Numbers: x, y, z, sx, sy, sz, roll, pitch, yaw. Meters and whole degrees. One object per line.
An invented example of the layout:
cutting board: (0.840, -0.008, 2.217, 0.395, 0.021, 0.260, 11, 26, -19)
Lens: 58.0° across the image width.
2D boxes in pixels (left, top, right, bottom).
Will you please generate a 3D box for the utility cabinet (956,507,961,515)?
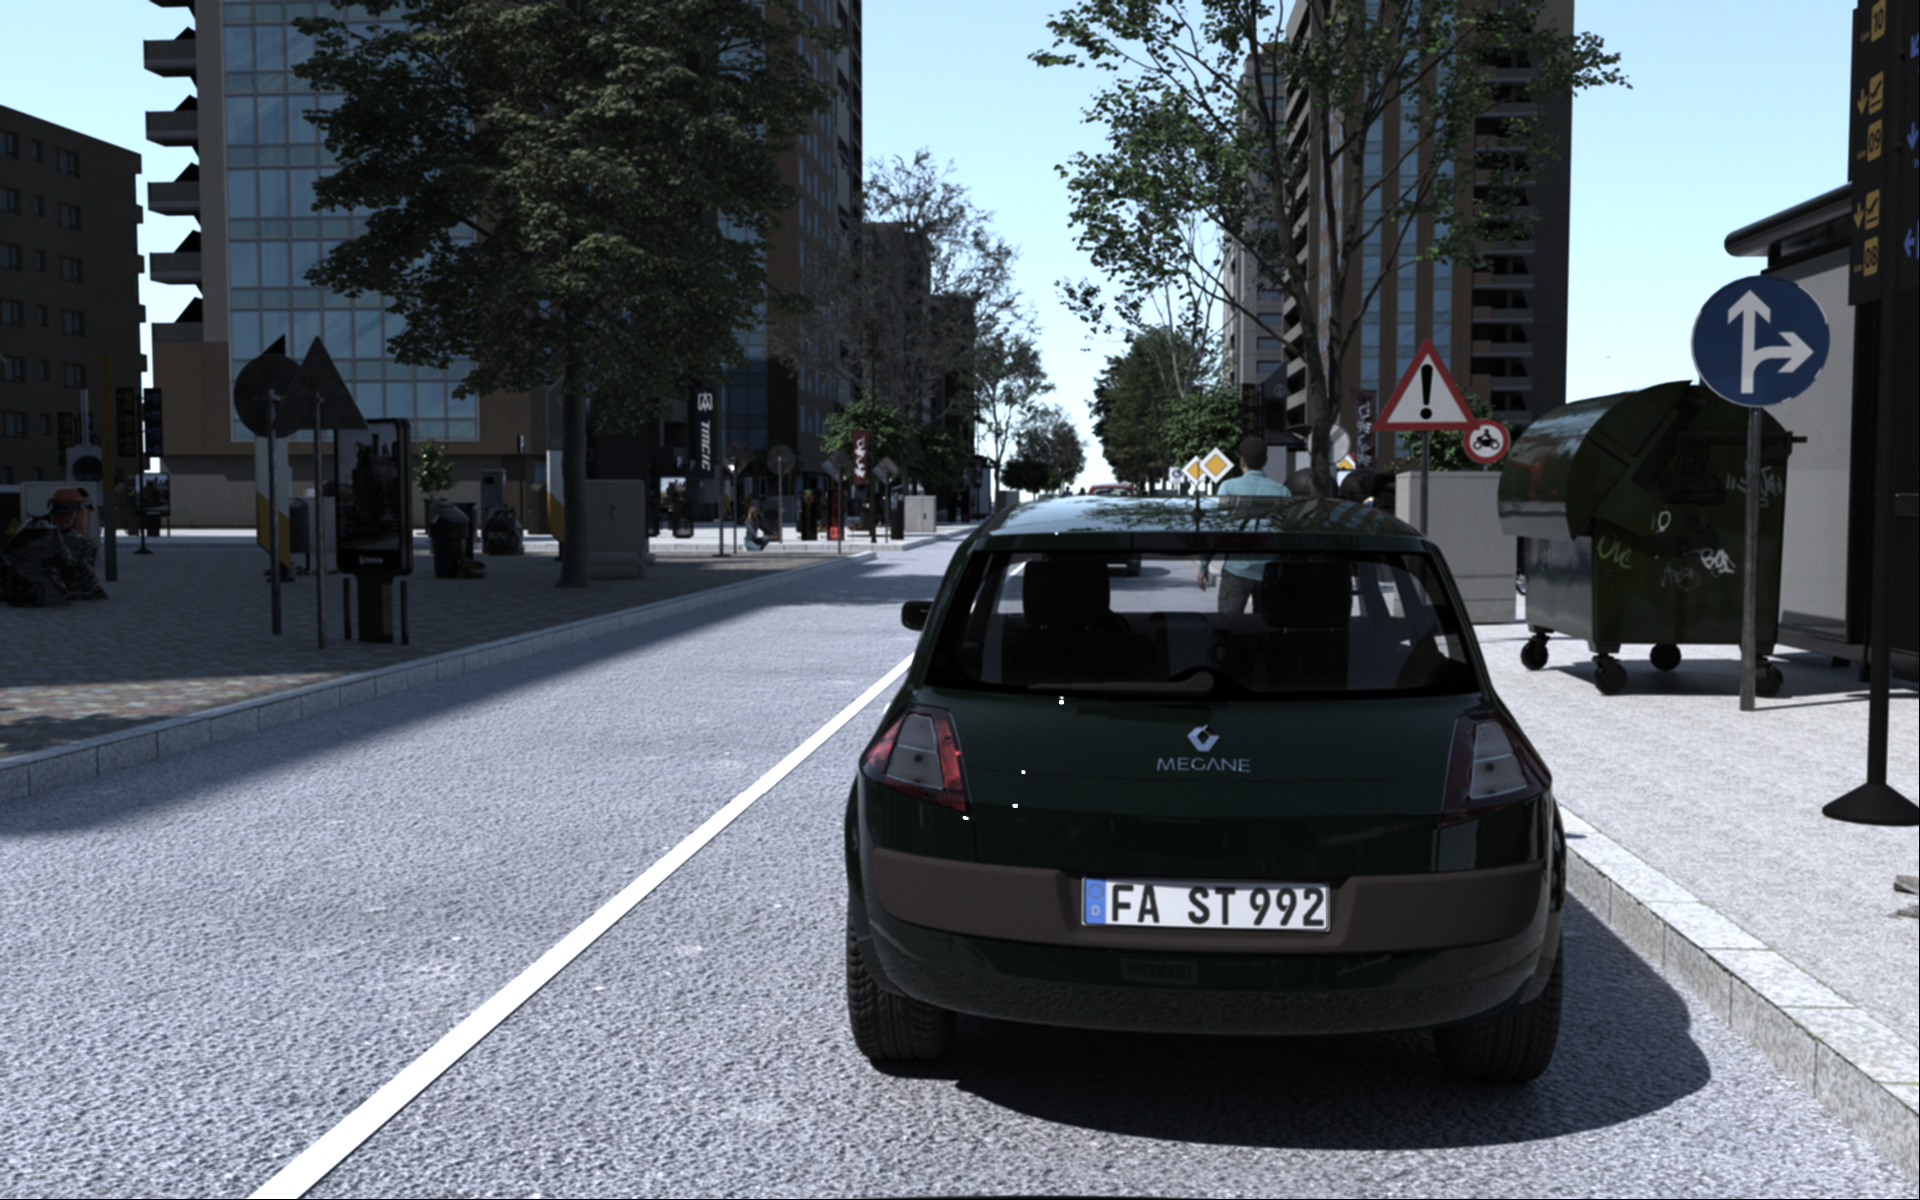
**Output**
utility cabinet: (0.339, -5.991, 109.115, 1.020, 1.237, 0.306, 2, 4, 33)

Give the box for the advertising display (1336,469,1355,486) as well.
advertising display: (10.108, -2.397, 44.411, 0.974, 1.923, 0.123, 2, 4, 28)

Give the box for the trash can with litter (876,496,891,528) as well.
trash can with litter: (-3.011, -3.423, 67.030, 1.678, 1.210, 2.233, 0, 4, 7)

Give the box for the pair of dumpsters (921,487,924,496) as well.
pair of dumpsters: (-2.800, -5.289, 88.963, 1.574, 2.255, 4.437, 0, 4, 5)

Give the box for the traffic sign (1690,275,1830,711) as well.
traffic sign: (4.665, -0.616, 10.186, 0.768, 2.556, 0.104, 1, 4, 8)

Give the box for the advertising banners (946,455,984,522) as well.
advertising banners: (0.225, -5.024, 78.331, 2.074, 3.025, 0.090, 3, 4, 36)

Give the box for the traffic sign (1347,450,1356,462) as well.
traffic sign: (10.835, -2.990, 48.991, 0.768, 2.556, 0.104, 1, 4, 9)

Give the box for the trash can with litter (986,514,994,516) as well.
trash can with litter: (1.567, -5.457, 100.274, 1.678, 1.210, 2.233, 0, 4, 3)

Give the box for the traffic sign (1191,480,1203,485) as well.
traffic sign: (13.060, -5.845, 95.679, 0.768, 2.556, 0.104, 0, 4, 8)

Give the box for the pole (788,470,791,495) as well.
pole: (-9.201, -6.095, 93.499, 0.158, 3.312, 0.155, 0, 3, 0)

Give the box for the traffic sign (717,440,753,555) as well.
traffic sign: (-4.765, -2.170, 36.663, 0.795, 2.450, 0.064, 1, 4, 14)

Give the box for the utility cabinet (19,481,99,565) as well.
utility cabinet: (-15.803, -1.328, 30.393, 0.318, 1.500, 1.173, 3, 5, 42)

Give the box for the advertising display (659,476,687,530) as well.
advertising display: (-10.249, -3.467, 61.891, 0.974, 1.923, 0.123, 0, 4, -6)

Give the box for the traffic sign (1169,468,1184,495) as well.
traffic sign: (8.333, -3.942, 66.586, 0.606, 2.300, 0.079, 1, 4, 11)

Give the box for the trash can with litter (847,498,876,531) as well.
trash can with litter: (-3.439, -2.982, 60.147, 1.055, 1.170, 0.624, 2, 4, 29)

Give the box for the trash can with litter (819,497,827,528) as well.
trash can with litter: (-4.947, -3.325, 65.758, 0.624, 1.170, 1.055, -2, 4, -25)

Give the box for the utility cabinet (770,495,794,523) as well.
utility cabinet: (-7.955, -4.056, 77.478, 1.020, 1.237, 0.306, 1, 4, 13)

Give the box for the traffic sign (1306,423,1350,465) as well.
traffic sign: (6.507, -1.869, 30.671, 0.768, 2.556, 0.104, 0, 4, 7)

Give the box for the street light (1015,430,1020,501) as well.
street light: (4.127, -9.103, 121.622, 0.468, 5.910, 1.993, 0, 4, 5)

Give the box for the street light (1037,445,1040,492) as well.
street light: (7.255, -11.381, 158.864, 0.468, 5.910, 1.993, 0, 4, 5)

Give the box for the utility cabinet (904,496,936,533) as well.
utility cabinet: (-1.317, -2.829, 57.408, 1.020, 1.237, 0.306, 1, 4, 13)

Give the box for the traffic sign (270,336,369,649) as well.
traffic sign: (-5.298, -0.875, 14.315, 0.884, 2.594, 0.081, 1, 4, 10)

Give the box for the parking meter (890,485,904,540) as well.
parking meter: (-1.765, -2.464, 48.696, 0.372, 1.533, 0.369, 0, 3, 0)

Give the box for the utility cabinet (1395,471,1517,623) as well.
utility cabinet: (4.864, -0.509, 17.009, 1.173, 1.500, 0.318, -1, 4, -15)

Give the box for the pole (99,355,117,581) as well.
pole: (-12.556, -1.938, 25.526, 0.158, 3.312, 0.155, 0, 3, 0)

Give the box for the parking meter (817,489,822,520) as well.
parking meter: (-7.039, -4.748, 86.044, 0.372, 1.533, 0.369, 0, 3, 0)

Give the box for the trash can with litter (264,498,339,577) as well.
trash can with litter: (-10.298, -1.025, 27.821, 1.678, 1.210, 2.233, 2, 4, 25)

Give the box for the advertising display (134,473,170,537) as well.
advertising display: (-24.378, -2.878, 52.274, 0.974, 1.923, 0.123, -2, 4, -28)

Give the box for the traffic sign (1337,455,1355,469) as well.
traffic sign: (10.786, -2.899, 48.579, 0.795, 2.450, 0.064, 1, 4, 10)

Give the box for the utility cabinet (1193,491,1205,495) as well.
utility cabinet: (16.150, -6.615, 116.827, 0.318, 1.500, 1.173, 3, 4, 38)

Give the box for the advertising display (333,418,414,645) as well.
advertising display: (-5.068, -0.597, 14.969, 0.974, 1.923, 0.123, 3, 4, 38)

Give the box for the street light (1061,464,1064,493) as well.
street light: (14.334, -16.448, 241.708, 0.468, 5.910, 1.993, 0, 4, 5)

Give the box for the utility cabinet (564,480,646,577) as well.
utility cabinet: (-5.418, -1.087, 26.452, 1.173, 1.500, 0.318, -1, 4, -23)

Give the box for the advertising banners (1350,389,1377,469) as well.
advertising banners: (7.456, -2.029, 29.359, 2.074, 3.025, 0.090, -1, 4, -23)

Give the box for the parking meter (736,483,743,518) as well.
parking meter: (-11.614, -5.227, 91.176, 0.255, 1.863, 0.399, -3, 5, -43)

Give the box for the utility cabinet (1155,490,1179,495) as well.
utility cabinet: (10.071, -4.635, 84.454, 1.173, 1.500, 0.318, -2, 4, -25)

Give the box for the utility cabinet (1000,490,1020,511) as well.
utility cabinet: (3.297, -6.314, 111.912, 1.173, 1.500, 0.318, -2, 4, -35)

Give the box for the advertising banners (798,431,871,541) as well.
advertising banners: (-3.447, -3.139, 47.512, 2.074, 3.025, 0.090, 1, 4, 12)

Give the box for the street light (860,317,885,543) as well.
street light: (-2.270, -4.441, 45.405, 0.468, 5.910, 1.993, 0, 4, 5)

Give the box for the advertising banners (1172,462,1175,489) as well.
advertising banners: (11.458, -6.064, 95.336, 0.090, 3.025, 2.074, -1, 4, -15)

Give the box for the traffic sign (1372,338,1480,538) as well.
traffic sign: (3.907, -0.891, 14.574, 0.884, 2.594, 0.081, 0, 4, 6)

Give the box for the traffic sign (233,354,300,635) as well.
traffic sign: (-6.255, -0.958, 15.777, 0.768, 2.556, 0.104, 0, 4, 7)

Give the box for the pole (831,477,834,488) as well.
pole: (-6.650, -5.897, 90.255, 0.158, 3.312, 0.155, 0, 3, 0)

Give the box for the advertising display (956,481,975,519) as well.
advertising display: (0.296, -5.062, 87.984, 0.974, 1.923, 0.123, 1, 4, 16)

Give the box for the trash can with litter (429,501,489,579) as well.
trash can with litter: (-7.648, -0.929, 26.578, 1.055, 1.170, 0.624, 2, 4, 35)

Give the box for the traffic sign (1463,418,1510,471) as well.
traffic sign: (8.837, -1.776, 29.149, 0.768, 2.556, 0.104, 1, 4, 11)

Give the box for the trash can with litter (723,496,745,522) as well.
trash can with litter: (-10.638, -4.250, 80.874, 1.055, 1.170, 0.624, -2, 4, -32)

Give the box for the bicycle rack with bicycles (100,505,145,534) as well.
bicycle rack with bicycles: (-27.725, -2.626, 56.317, 2.852, 0.926, 2.925, -1, 4, -21)

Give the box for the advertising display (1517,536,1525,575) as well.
advertising display: (8.971, -1.370, 27.612, 0.123, 1.923, 0.974, 0, 4, -1)

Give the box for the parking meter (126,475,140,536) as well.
parking meter: (-25.533, -2.920, 53.457, 0.255, 1.863, 0.399, -1, 4, -9)

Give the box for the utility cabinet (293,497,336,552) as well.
utility cabinet: (-14.339, -1.685, 38.708, 1.020, 1.237, 0.306, -3, 5, -40)

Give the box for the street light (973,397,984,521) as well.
street light: (0.861, -6.721, 82.672, 0.468, 5.910, 1.993, 0, 4, 5)

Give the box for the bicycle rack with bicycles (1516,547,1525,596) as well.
bicycle rack with bicycles: (6.923, -0.482, 21.256, 2.852, 0.926, 2.925, 0, 4, -7)

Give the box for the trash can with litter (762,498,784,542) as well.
trash can with litter: (-5.049, -2.177, 46.975, 0.624, 1.170, 1.055, -1, 4, -10)

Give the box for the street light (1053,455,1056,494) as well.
street light: (11.140, -14.170, 204.471, 0.468, 5.910, 1.993, 0, 4, 5)
